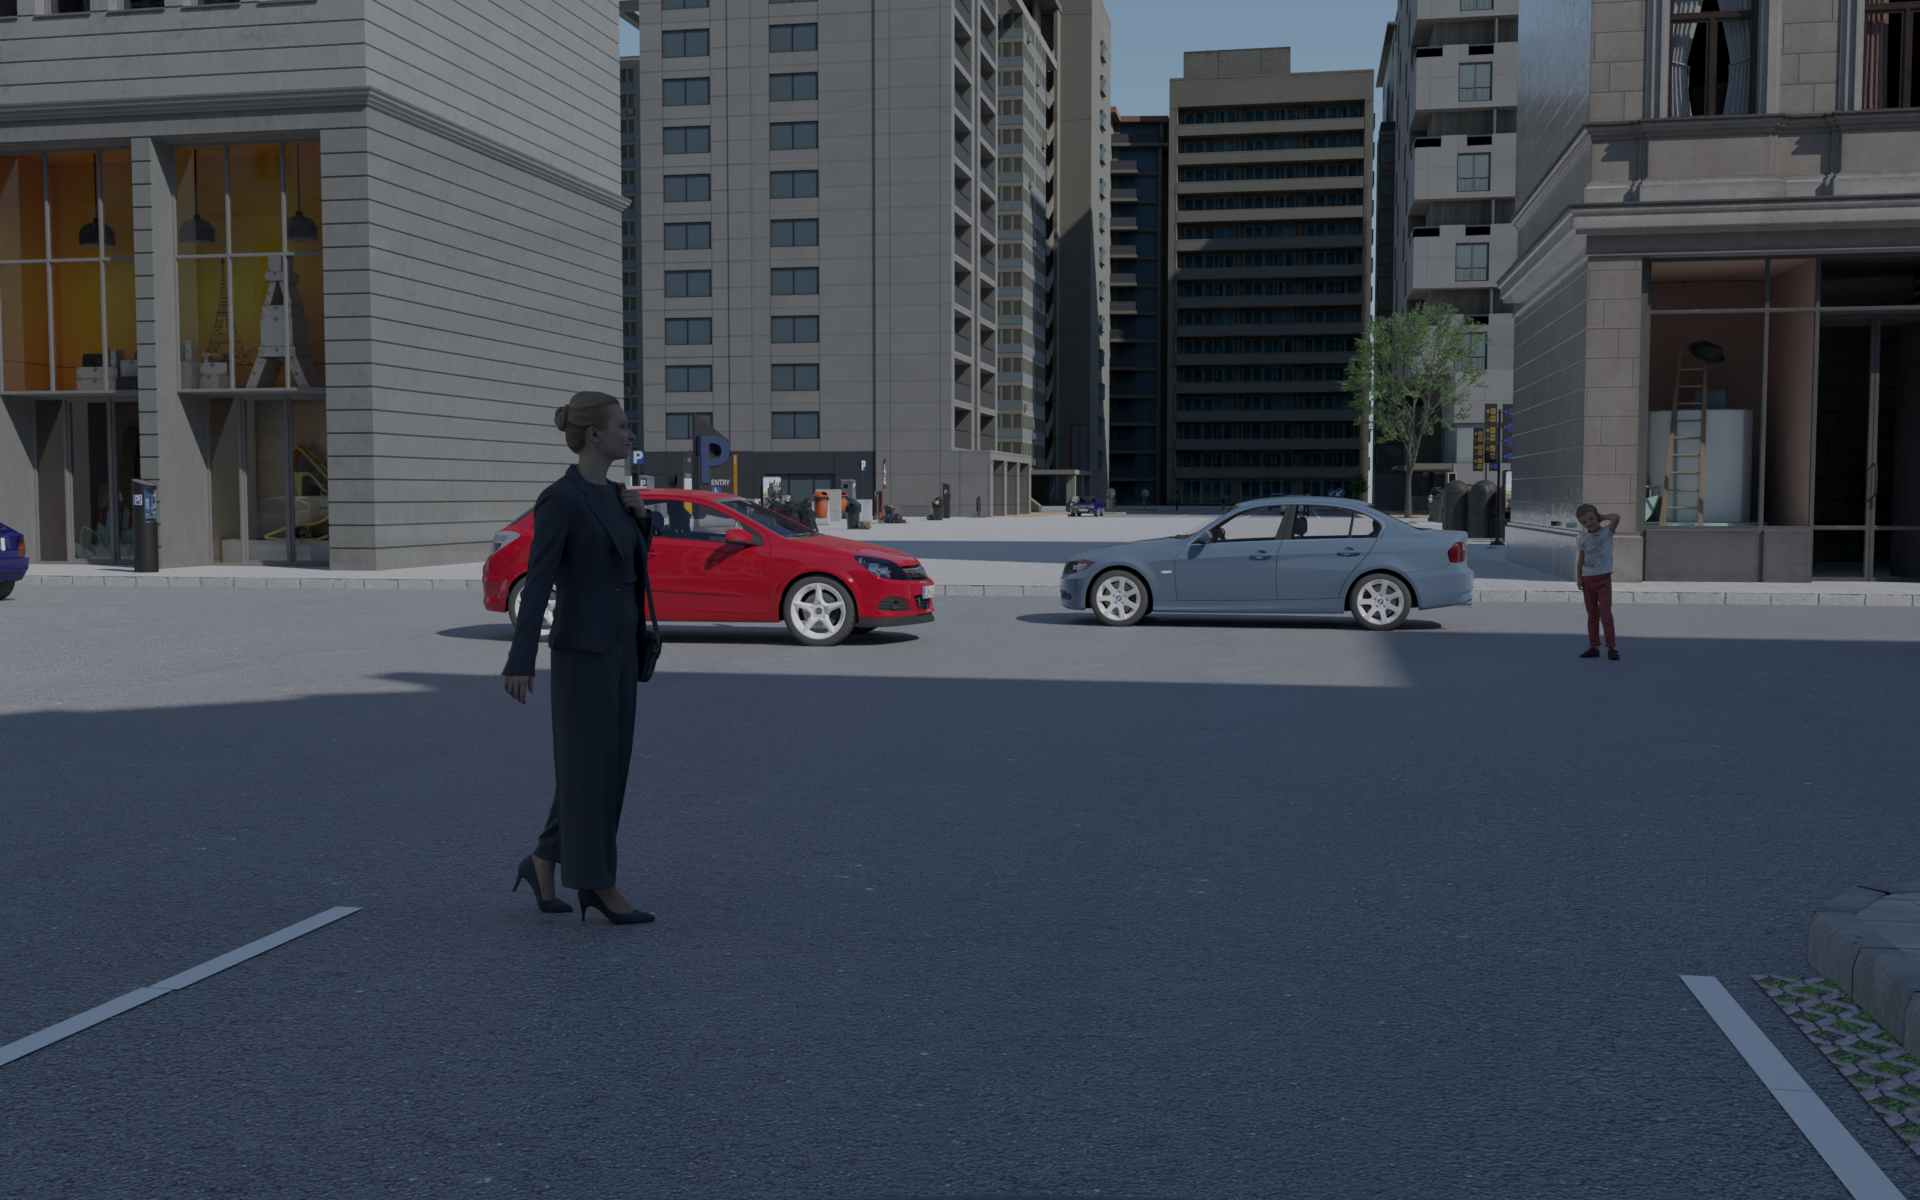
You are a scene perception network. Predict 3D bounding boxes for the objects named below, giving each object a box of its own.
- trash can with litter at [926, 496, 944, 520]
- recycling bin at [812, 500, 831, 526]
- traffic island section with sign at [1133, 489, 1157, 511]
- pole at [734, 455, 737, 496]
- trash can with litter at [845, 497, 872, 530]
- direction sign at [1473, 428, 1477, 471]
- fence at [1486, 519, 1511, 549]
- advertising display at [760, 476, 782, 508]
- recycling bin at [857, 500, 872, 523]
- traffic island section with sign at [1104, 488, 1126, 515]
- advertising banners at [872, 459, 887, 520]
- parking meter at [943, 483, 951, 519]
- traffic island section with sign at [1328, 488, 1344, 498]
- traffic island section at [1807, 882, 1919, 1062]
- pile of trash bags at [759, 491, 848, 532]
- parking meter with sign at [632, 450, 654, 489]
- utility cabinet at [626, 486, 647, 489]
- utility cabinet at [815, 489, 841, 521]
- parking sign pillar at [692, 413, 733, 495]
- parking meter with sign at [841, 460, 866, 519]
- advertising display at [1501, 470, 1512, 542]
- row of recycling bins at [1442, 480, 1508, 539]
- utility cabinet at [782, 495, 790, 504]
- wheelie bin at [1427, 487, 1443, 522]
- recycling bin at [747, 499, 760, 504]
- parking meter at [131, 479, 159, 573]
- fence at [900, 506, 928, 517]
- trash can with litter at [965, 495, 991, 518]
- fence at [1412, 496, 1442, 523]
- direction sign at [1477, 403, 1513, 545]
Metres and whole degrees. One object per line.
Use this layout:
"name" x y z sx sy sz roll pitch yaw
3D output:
"trash can with litter" -1.257 -4.447 84.095 0.624 1.170 1.055 -3 5 -42
"recycling bin" -5.686 -3.569 70.901 0.722 1.027 0.722 0 3 0
"traffic island section with sign" 15.871 -8.537 148.213 1.989 1.847 2.006 1 4 11
"pole" -11.679 -5.887 90.090 0.158 3.312 0.155 0 3 0
"trash can with litter" -3.655 -3.145 62.801 1.055 1.170 0.624 2 4 34
"direction sign" 17.995 -4.114 59.265 0.876 3.537 0.379 1 4 18
"fence" 13.334 -1.598 41.499 2.069 0.683 0.278 -3 4 -37
"advertising display" -6.722 -3.452 61.662 0.123 1.923 0.974 3 4 38
"recycling bin" -4.339 -4.021 78.305 0.722 1.027 0.722 0 4 -3
"traffic island section with sign" 10.573 -6.885 121.190 1.989 1.847 2.006 1 4 11
"advertising banners" -3.983 -5.506 86.206 0.090 3.025 2.074 1 4 16
"parking meter" -0.700 -5.217 91.017 0.399 1.863 0.255 1 4 15
"traffic island section with sign" 31.130 -8.379 145.617 1.989 1.847 2.006 1 4 11
"traffic island section" 3.415 1.101 4.274 2.009 0.180 2.903 1 4 11
"pile of trash bags" -5.517 -2.945 57.906 1.912 1.369 3.447 2 4 32
"parking meter with sign" -12.604 -4.496 69.773 0.543 3.016 1.738 1 4 13
"utility cabinet" -9.383 -2.436 48.505 1.173 1.500 0.318 -1 4 -17
"utility cabinet" -6.200 -4.463 81.642 1.173 1.500 0.318 1 4 11
"parking sign pillar" -8.250 -4.245 57.878 1.447 3.967 1.447 -3 4 -37
"parking meter with sign" -5.730 -5.681 89.142 1.738 3.016 0.543 2 4 24
"advertising display" 14.826 -2.502 46.118 0.974 1.923 0.123 -2 4 -26
"row of recycling bins" 15.674 -2.636 50.219 3.534 1.692 1.069 3 5 39
"utility cabinet" -9.504 -4.944 91.998 1.020 1.237 0.306 2 4 30
"wheelie bin" 21.930 -4.382 79.551 0.980 1.594 0.693 -3 5 -44
"recycling bin" -10.553 -4.720 89.727 0.722 1.027 0.722 -3 5 -43
"parking meter" -13.342 -1.220 28.363 0.372 1.533 0.369 0 3 0
"fence" -2.272 -4.333 86.226 2.069 0.683 0.278 3 5 42
"trash can with litter" 0.835 -5.068 93.926 1.678 1.210 2.233 1 4 10
"fence" 20.610 -3.991 76.452 2.264 1.192 0.480 -3 4 -38
"direction sign" 13.522 -3.148 43.472 0.876 3.537 0.379 -1 4 -20
